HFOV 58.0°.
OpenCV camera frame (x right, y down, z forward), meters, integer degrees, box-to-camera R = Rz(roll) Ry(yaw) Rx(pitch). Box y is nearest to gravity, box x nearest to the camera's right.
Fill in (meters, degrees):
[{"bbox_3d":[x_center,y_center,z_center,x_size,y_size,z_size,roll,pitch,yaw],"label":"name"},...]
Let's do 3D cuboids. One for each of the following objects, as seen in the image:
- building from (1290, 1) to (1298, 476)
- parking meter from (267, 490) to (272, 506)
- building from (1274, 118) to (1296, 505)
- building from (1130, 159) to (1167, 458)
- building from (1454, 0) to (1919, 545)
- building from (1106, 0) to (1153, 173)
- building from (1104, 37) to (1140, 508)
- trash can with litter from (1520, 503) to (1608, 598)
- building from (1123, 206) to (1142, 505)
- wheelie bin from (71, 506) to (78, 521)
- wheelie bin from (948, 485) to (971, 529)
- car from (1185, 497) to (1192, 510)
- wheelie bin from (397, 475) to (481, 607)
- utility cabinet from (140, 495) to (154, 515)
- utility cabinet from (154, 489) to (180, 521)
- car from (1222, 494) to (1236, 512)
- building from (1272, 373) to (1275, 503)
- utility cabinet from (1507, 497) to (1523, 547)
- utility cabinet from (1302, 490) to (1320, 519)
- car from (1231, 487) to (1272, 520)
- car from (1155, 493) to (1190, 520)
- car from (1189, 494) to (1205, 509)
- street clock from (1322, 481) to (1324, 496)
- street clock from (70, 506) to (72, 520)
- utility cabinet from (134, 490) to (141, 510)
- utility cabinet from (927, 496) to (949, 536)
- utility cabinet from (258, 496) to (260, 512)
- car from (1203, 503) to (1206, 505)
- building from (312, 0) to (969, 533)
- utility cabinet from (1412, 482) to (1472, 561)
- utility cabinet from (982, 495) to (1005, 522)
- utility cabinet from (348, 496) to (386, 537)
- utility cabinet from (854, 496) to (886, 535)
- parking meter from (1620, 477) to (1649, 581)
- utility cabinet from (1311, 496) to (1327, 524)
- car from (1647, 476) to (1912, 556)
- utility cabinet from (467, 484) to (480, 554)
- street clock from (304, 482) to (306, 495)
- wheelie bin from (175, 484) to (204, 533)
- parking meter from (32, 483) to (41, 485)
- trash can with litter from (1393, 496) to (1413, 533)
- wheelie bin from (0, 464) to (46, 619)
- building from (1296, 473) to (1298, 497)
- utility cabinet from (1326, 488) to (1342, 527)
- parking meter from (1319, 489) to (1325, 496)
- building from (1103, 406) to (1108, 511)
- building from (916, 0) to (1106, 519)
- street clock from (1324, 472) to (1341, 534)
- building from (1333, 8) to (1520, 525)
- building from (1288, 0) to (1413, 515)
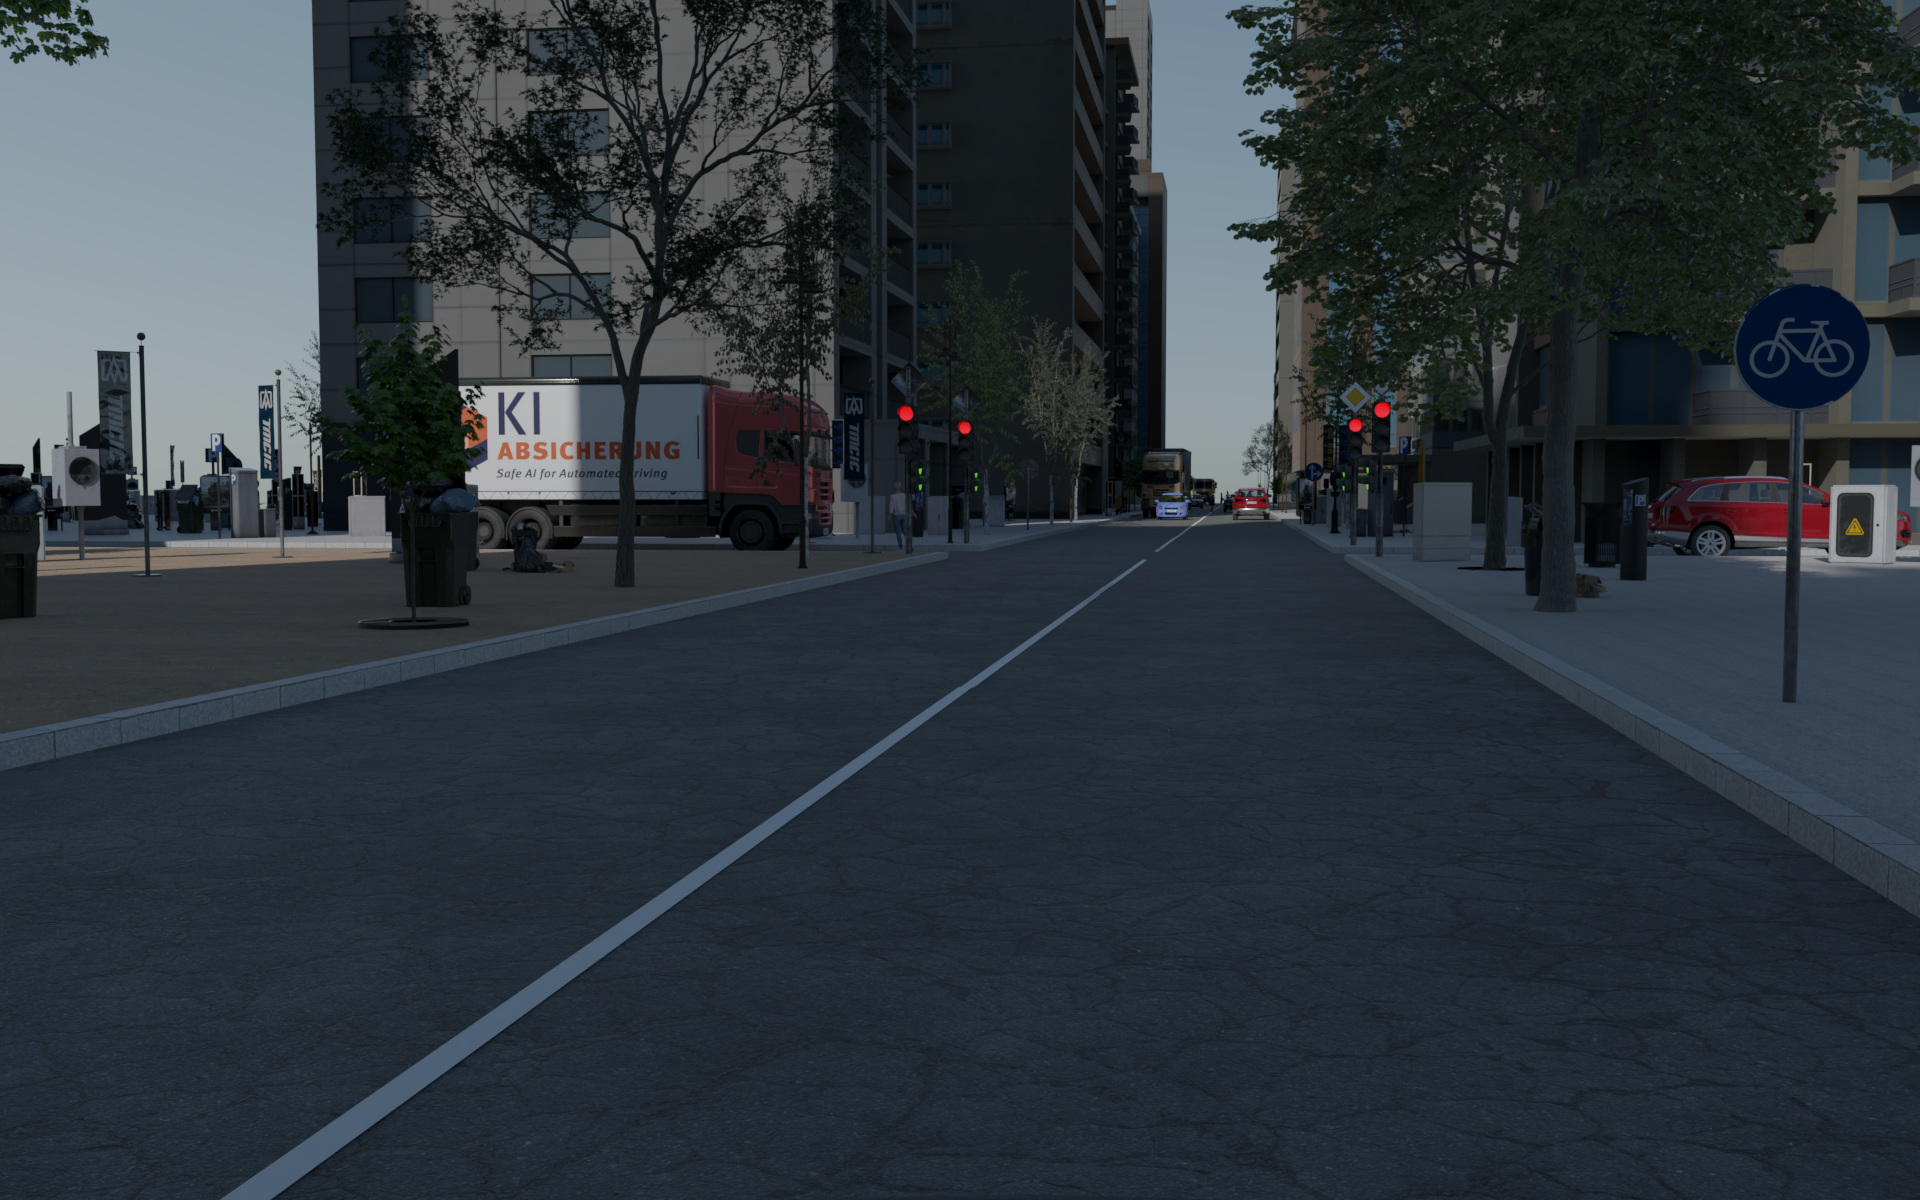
[{"bbox_3d":[47.816,-35.749,173.727,28.713,52.752,27.495,1,4,9],"label":"building"},{"bbox_3d":[-39.910,-5.615,100.214,0.372,1.533,0.369,0,3,0],"label":"parking meter"},{"bbox_3d":[49.732,-35.987,212.091,21.300,48.544,21.600,1,4,9],"label":"building"},{"bbox_3d":[20.871,-35.826,235.862,14.600,45.320,14.200,1,4,9],"label":"building"},{"bbox_3d":[30.135,-24.224,50.689,28.867,44.769,22.147,1,4,9],"label":"building"},{"bbox_3d":[19.796,-49.902,254.145,20.563,71.187,20.611,1,4,9],"label":"building"},{"bbox_3d":[5.620,-31.278,166.015,22.147,44.769,28.867,1,4,9],"label":"building"},{"bbox_3d":[7.603,-0.635,21.776,1.055,1.170,0.624,3,5,39],"label":"trash can with litter"},{"bbox_3d":[9.670,-32.172,217.894,32.217,40.220,23.993,1,4,9],"label":"building"},{"bbox_3d":[-42.621,-4.640,83.772,0.693,1.594,0.980,-3,5,-43],"label":"wheelie bin"},{"bbox_3d":[-0.032,-3.400,63.494,0.980,1.594,0.693,2,4,35],"label":"wheelie bin"},{"bbox_3d":[20.357,-8.958,159.037,1.945,1.354,3.894,0,4,8],"label":"car"},{"bbox_3d":[-5.982,-0.728,19.817,0.980,1.594,0.693,0,4,4],"label":"wheelie bin"},{"bbox_3d":[-50.782,-5.937,108.231,0.306,1.237,1.020,2,4,25],"label":"utility cabinet"},{"bbox_3d":[-36.514,-4.353,79.855,1.173,1.500,0.318,0,4,3],"label":"utility cabinet"},{"bbox_3d":[21.762,-7.657,136.993,2.131,1.459,4.920,1,4,9],"label":"car"},{"bbox_3d":[57.293,-24.014,237.668,27.650,21.520,28.899,1,4,9],"label":"building"},{"bbox_3d":[13.615,-1.915,42.472,0.306,1.237,1.020,1,4,22],"label":"utility cabinet"},{"bbox_3d":[17.624,-4.766,86.610,0.318,1.500,1.173,-2,4,-34],"label":"utility cabinet"},{"bbox_3d":[16.236,-5.375,96.554,2.281,1.827,5.304,1,4,9],"label":"car"},{"bbox_3d":[11.874,-5.335,96.811,1.945,1.707,3.694,1,4,9],"label":"car"},{"bbox_3d":[22.957,-9.782,169.720,2.009,1.686,4.222,0,4,7],"label":"car"},{"bbox_3d":[16.870,-4.601,79.801,0.358,2.002,0.471,0,4,7],"label":"street clock"},{"bbox_3d":[-44.753,-5.056,87.238,0.471,2.002,0.358,-2,4,-35],"label":"street clock"},{"bbox_3d":[-45.359,-5.247,94.469,1.173,1.500,0.318,0,4,-4],"label":"utility cabinet"},{"bbox_3d":[-0.638,-2.618,53.968,0.306,1.237,1.020,-2,4,-32],"label":"utility cabinet"},{"bbox_3d":[-24.693,-3.009,60.354,0.306,1.237,1.020,0,4,-4],"label":"utility cabinet"},{"bbox_3d":[31.870,-13.478,229.951,1.945,1.707,3.694,0,4,8],"label":"car"},{"bbox_3d":[-10.405,-38.416,66.360,20.563,71.187,20.611,1,4,9],"label":"building"},{"bbox_3d":[9.220,-1.496,33.142,1.173,1.500,0.318,-2,4,-25],"label":"utility cabinet"},{"bbox_3d":[1.547,-4.185,79.590,1.020,1.237,0.306,0,4,2],"label":"utility cabinet"},{"bbox_3d":[-17.900,-2.515,52.284,1.020,1.237,0.306,-2,4,-30],"label":"utility cabinet"},{"bbox_3d":[-2.874,-2.680,54.982,1.020,1.237,0.306,-2,4,-32],"label":"utility cabinet"},{"bbox_3d":[10.034,-1.062,25.774,0.372,1.533,0.369,0,3,0],"label":"parking meter"},{"bbox_3d":[15.473,-3.905,75.006,1.020,1.237,0.306,-1,4,-23],"label":"utility cabinet"},{"bbox_3d":[17.481,-1.742,37.156,5.304,1.827,2.281,1,4,11],"label":"car"},{"bbox_3d":[-10.564,-1.688,36.273,0.318,1.500,1.173,2,4,23],"label":"utility cabinet"},{"bbox_3d":[-39.522,-6.084,104.050,0.358,2.002,0.471,1,4,18],"label":"street clock"},{"bbox_3d":[-25.151,-2.975,56.547,0.980,1.594,0.693,1,4,18],"label":"wheelie bin"},{"bbox_3d":[-20.732,-1.853,38.701,0.372,1.533,0.369,0,3,0],"label":"parking meter"},{"bbox_3d":[14.868,-2.816,57.094,2.233,1.210,1.678,1,4,10],"label":"trash can with litter"},{"bbox_3d":[-9.939,-0.613,17.933,0.693,1.594,0.980,2,4,27],"label":"wheelie bin"},{"bbox_3d":[37.225,-28.783,154.193,14.154,41.232,14.086,1,4,9],"label":"building"},{"bbox_3d":[14.638,-3.611,67.714,0.318,1.500,1.173,0,4,-3],"label":"utility cabinet"},{"bbox_3d":[17.489,-4.598,83.588,0.372,1.533,0.369,0,3,0],"label":"parking meter"},{"bbox_3d":[0.969,-50.309,135.225,22.319,86.520,31.000,1,4,9],"label":"building"},{"bbox_3d":[-3.162,-29.062,98.864,21.300,48.544,21.600,1,4,9],"label":"building"},{"bbox_3d":[12.153,-3.154,56.144,0.358,2.002,0.471,2,4,31],"label":"street clock"},{"bbox_3d":[33.603,-23.608,77.865,32.217,40.220,23.993,1,4,9],"label":"building"},{"bbox_3d":[27.813,-27.884,106.019,14.600,45.320,14.200,1,4,9],"label":"building"}]
